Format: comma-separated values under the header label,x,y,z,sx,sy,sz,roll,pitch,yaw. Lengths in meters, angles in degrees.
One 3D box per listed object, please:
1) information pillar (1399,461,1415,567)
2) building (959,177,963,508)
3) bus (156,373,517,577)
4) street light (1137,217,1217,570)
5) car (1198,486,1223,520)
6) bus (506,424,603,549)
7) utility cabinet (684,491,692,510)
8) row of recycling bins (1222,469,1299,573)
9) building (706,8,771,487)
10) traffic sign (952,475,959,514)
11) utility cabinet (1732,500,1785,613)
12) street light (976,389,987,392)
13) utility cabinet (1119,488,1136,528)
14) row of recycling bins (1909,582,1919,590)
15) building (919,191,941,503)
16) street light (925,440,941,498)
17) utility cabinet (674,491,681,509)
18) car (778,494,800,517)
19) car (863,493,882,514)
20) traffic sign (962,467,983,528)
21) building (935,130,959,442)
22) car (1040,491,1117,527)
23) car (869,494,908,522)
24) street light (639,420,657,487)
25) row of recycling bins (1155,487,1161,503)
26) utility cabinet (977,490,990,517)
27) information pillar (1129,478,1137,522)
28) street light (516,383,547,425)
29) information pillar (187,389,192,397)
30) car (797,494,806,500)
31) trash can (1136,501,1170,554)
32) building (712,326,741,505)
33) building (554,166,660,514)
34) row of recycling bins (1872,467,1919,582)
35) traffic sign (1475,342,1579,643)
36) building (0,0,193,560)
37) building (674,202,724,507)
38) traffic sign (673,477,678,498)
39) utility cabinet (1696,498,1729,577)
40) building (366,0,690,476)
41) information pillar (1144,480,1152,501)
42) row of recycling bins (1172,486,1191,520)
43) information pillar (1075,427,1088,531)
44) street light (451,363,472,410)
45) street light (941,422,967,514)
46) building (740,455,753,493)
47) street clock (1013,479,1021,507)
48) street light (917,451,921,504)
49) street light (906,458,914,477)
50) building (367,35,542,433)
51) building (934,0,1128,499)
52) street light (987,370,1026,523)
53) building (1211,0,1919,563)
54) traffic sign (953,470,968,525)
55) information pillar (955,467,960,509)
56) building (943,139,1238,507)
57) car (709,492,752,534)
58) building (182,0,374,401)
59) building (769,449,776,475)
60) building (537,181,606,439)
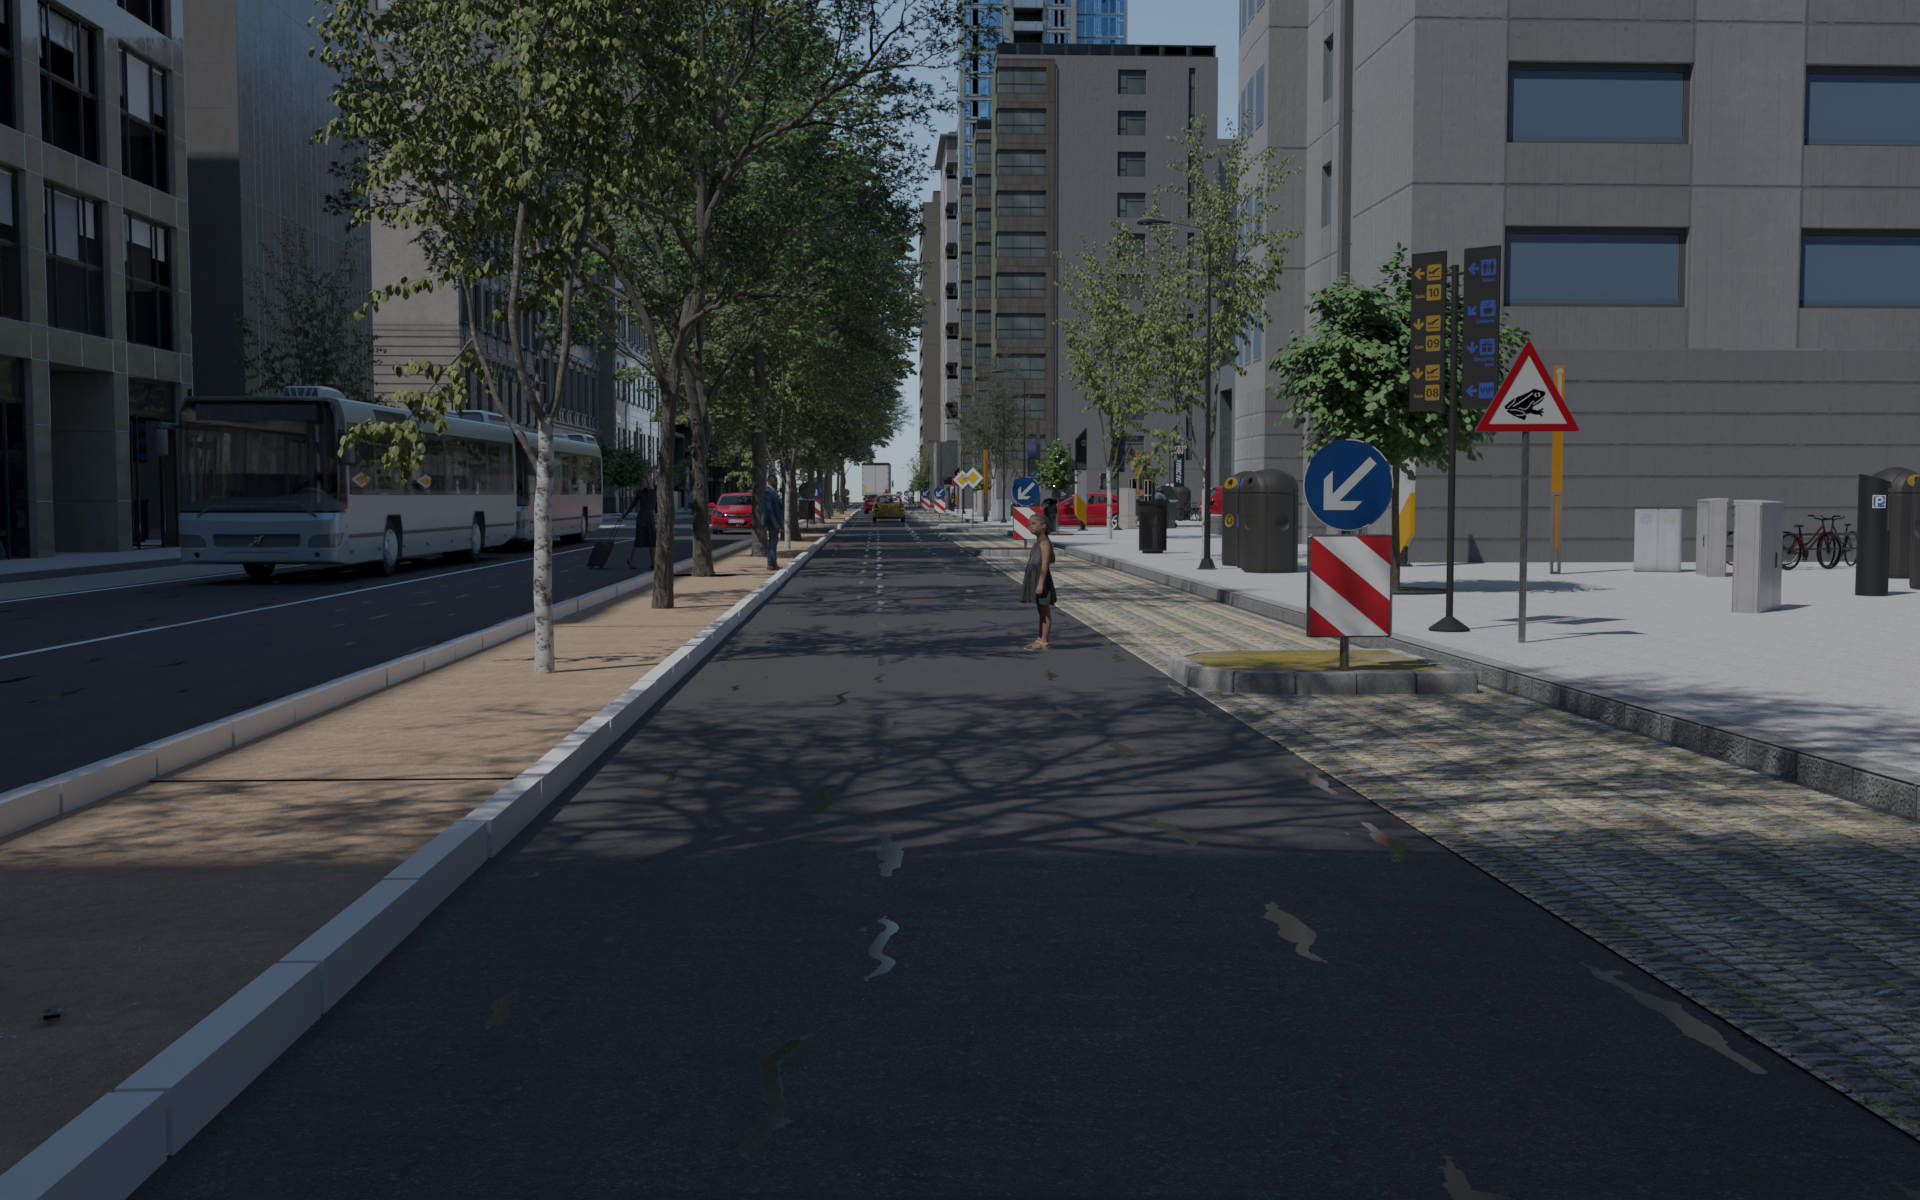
label,x,y,z,sx,sy,sz,roll,pitch,yaw
information pillar,7.869,-2.393,30.480,0.183,3.616,0.504,-1,4,-10
building,6.804,-23.779,160.482,14.160,30.474,14.107,0,4,-3
bus,-11.198,-2.322,32.832,2.948,3.499,13.247,0,4,-2
street light,3.664,-3.471,29.284,1.470,5.913,1.316,0,4,-3
car,12.091,-3.663,68.570,5.304,1.827,2.281,0,4,-3
bus,-12.051,-3.211,47.354,2.948,3.499,13.247,0,4,-3
utility cabinet,-21.141,-7.753,135.444,0.318,1.500,1.173,1,4,21
row of recycling bins,5.153,-1.379,29.660,1.069,1.692,3.534,0,4,1
building,-41.136,-58.810,274.212,22.319,86.520,31.000,0,4,-3
traffic sign,-0.143,-6.982,114.260,0.768,2.556,0.104,0,4,1
utility cabinet,8.781,-0.482,19.039,0.306,1.237,1.020,3,4,38
street light,1.406,-6.372,76.723,1.470,5.913,1.316,0,4,-3
utility cabinet,6.223,-3.401,64.277,0.318,1.500,1.173,-1,4,-11
row of recycling bins,14.515,-0.958,22.769,3.534,1.692,1.069,1,4,16
building,4.529,-39.642,271.851,21.300,48.544,21.600,0,4,-3
street light,-2.265,-10.989,152.205,1.470,5.913,1.316,0,4,-3
utility cabinet,-23.618,-8.303,144.433,0.318,1.500,1.173,-2,4,-32
car,-10.990,-6.148,109.322,1.959,1.807,4.718,0,4,-4
car,-5.980,-7.101,125.142,2.155,1.783,4.494,0,4,-1
traffic sign,0.483,-3.744,64.851,0.795,2.450,0.064,0,4,-3
building,11.085,-40.261,247.506,28.713,52.752,27.495,0,4,-3
car,4.731,-3.642,68.579,4.494,1.783,2.155,0,4,-2
car,-3.708,-4.876,89.942,2.015,1.641,3.980,0,4,-3
street light,-19.606,-8.347,109.014,1.470,5.913,1.316,0,4,-3
row of recycling bins,12.320,-5.919,103.892,1.069,1.692,3.534,0,4,-5
utility cabinet,1.308,-5.459,97.931,0.318,1.500,1.173,2,4,23
information pillar,7.928,-4.579,79.356,0.304,2.012,0.304,-1,4,-19
street light,-17.897,-6.096,72.214,1.470,5.913,1.316,0,4,-3
information pillar,-17.186,-2.897,38.724,0.183,3.616,0.504,-2,4,-26
car,-18.998,-11.748,203.882,2.131,1.459,4.920,0,4,-3
trash can,4.171,-1.577,37.441,0.748,1.137,0.748,0,3,0
building,-34.273,-26.843,210.586,14.160,30.474,14.107,0,4,-3
building,-28.737,-20.010,124.425,12.463,27.353,25.104,0,4,-3
row of recycling bins,15.645,-1.175,26.320,3.534,1.692,1.069,1,4,11
traffic sign,4.847,-0.909,14.870,0.884,2.594,0.081,0,4,-1
building,-27.575,-13.452,24.455,19.350,26.468,34.151,0,4,-3
building,-37.576,-32.630,188.118,22.147,44.769,28.867,0,4,-3
traffic sign,-21.007,-7.749,126.804,0.768,2.556,0.104,0,4,3
utility cabinet,11.806,-0.983,27.227,0.306,1.237,1.020,1,4,14
building,-39.508,-34.871,159.375,28.713,52.752,27.495,0,4,-3
information pillar,9.912,-5.306,91.241,0.304,2.012,0.304,-3,4,-36
row of recycling bins,10.842,-4.809,85.733,1.069,1.692,3.534,0,4,4
information pillar,4.239,-4.234,60.574,0.504,3.616,0.183,-3,4,-38
street light,-17.245,-5.397,60.778,1.470,5.913,1.316,0,4,-3
street light,-0.297,-8.555,112.413,1.470,5.913,1.316,0,4,-3
building,-39.562,-36.148,245.649,22.147,44.769,28.867,0,4,-3
street clock,2.761,-4.734,81.976,0.358,2.002,0.471,-3,5,-41
street light,-3.972,-13.181,188.044,1.470,5.913,1.316,0,4,-3
street light,-6.250,-16.060,235.123,1.470,5.913,1.316,0,4,-3
building,-26.223,-14.231,81.830,9.793,20.994,18.267,0,4,-3
building,8.511,-54.599,205.365,22.319,86.520,31.000,0,4,-3
street light,1.873,-5.647,64.867,1.470,5.913,1.316,0,4,-3
building,18.138,-30.764,44.992,21.231,58.520,28.212,0,4,-3
traffic sign,0.101,-4.231,72.826,0.795,2.450,0.064,0,4,-3
information pillar,-0.233,-9.519,146.984,0.504,3.616,0.183,-2,4,-33
building,14.505,-29.829,179.588,32.217,40.220,23.993,0,4,-3
car,-8.025,-3.292,62.870,2.155,1.783,4.494,0,4,-5
building,-35.232,-14.387,54.287,30.058,24.678,14.314,0,4,-3
building,-39.192,-39.635,298.146,14.600,45.320,14.200,0,4,-3
building,-27.911,-16.229,101.498,11.583,22.565,21.152,0,4,-3
